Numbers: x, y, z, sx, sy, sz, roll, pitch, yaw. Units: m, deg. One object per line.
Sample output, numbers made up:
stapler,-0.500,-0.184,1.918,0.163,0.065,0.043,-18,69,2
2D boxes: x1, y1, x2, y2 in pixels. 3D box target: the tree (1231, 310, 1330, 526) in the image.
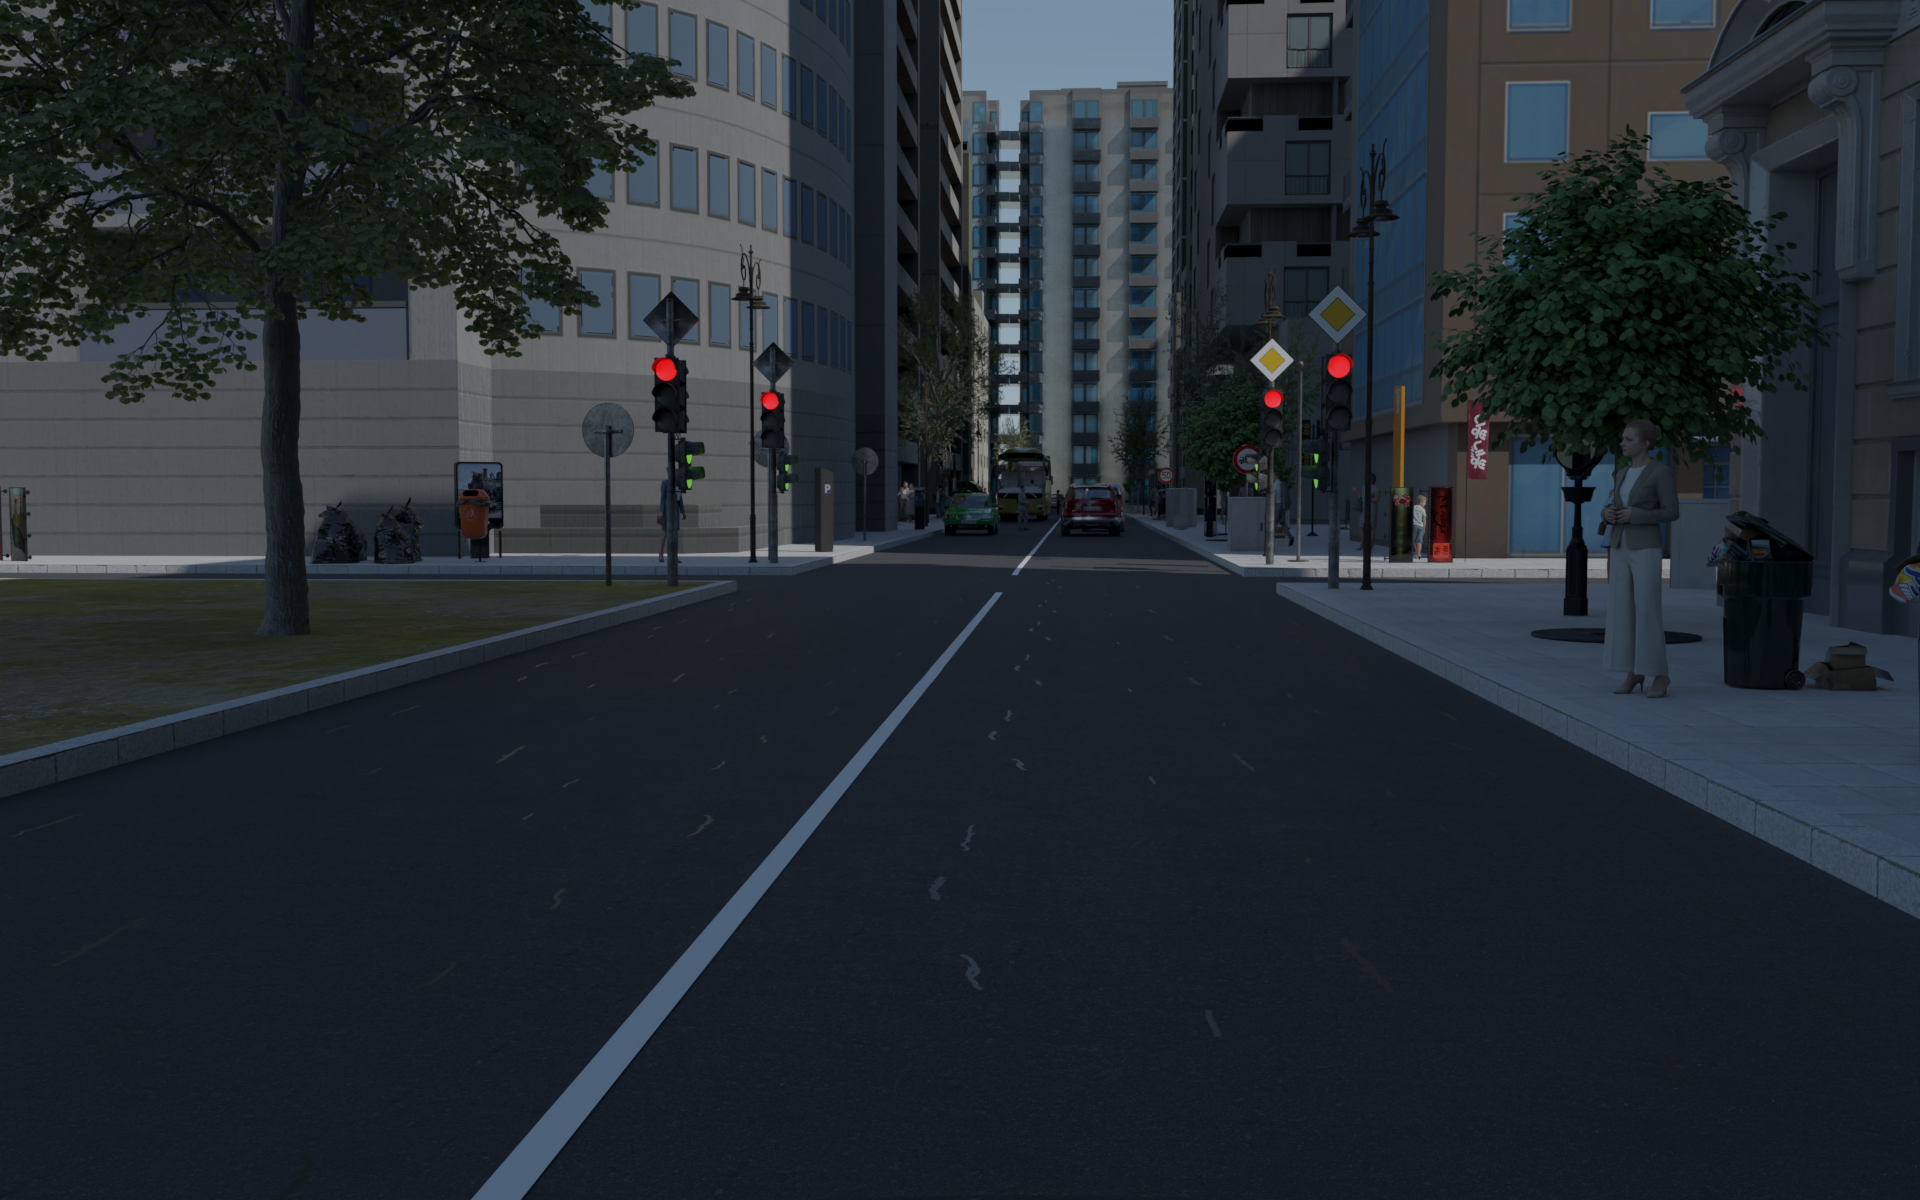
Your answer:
tree,12.803,-7.241,68.747,4.737,8.622,4.395,0,3,0

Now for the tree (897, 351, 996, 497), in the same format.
tree,-0.871,-8.111,82.977,4.360,8.622,3.978,0,3,0

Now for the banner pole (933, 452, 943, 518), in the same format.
banner pole,-1.137,-6.345,93.763,0.401,3.779,0.863,-2,4,-31

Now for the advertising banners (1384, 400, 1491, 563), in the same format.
advertising banners,8.926,-2.204,32.216,2.074,3.025,0.090,0,4,-6

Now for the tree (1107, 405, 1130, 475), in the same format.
tree,14.013,-11.644,140.741,4.360,8.622,3.978,0,3,0

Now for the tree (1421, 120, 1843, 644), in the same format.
tree,5.888,-1.930,15.268,4.285,4.588,4.351,0,3,0

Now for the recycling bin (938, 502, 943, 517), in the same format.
recycling bin,-0.828,-5.119,96.242,0.722,1.027,0.722,-3,5,-40

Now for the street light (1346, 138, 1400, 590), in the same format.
street light,5.446,-3.072,23.017,0.468,5.910,1.993,0,4,4

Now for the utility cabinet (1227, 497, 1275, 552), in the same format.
utility cabinet,6.523,-1.688,38.764,1.020,1.237,0.306,-1,4,-9

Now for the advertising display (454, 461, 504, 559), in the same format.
advertising display,-9.584,-1.792,34.520,0.974,1.923,0.123,-3,4,-37

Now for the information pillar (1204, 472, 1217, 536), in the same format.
information pillar,7.604,-2.940,52.569,0.304,2.012,0.304,-1,4,-19

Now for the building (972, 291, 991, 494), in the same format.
building,-12.213,-19.673,166.691,28.899,21.520,27.650,0,4,4

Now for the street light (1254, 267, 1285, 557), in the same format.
street light,6.313,-3.832,35.445,0.468,5.910,1.993,0,4,4

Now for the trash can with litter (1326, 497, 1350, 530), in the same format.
trash can with litter,14.319,-3.095,61.662,2.233,1.210,1.678,2,4,35

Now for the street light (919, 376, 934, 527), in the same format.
street light,-1.315,-5.812,67.813,0.468,5.910,1.993,0,4,4

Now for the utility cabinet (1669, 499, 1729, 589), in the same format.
utility cabinet,10.188,-0.752,23.452,1.020,1.237,0.306,2,4,32

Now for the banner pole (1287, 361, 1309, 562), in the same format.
banner pole,6.462,-2.625,32.931,0.401,3.779,0.863,1,4,13

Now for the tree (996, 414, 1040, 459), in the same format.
tree,4.990,-12.605,156.453,4.360,8.622,3.978,0,3,0

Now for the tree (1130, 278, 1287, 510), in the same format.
tree,8.740,-6.643,58.974,4.360,8.622,3.978,0,3,0

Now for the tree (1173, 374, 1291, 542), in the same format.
tree,7.526,-3.894,47.379,4.285,4.588,4.351,0,3,0

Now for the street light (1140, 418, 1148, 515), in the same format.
street light,11.268,-8.145,105.959,0.468,5.910,1.993,0,4,4

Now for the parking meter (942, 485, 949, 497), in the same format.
parking meter,-0.890,-6.111,105.627,0.255,1.863,0.399,-2,4,-33

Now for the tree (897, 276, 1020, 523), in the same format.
tree,-1.540,-8.611,75.208,8.767,10.594,7.601,0,4,6

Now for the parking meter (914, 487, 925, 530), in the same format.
parking meter,-1.453,-3.300,62.361,0.372,1.533,0.369,0,3,0

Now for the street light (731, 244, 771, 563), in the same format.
street light,-3.875,-3.638,32.265,0.468,5.910,1.993,0,4,4

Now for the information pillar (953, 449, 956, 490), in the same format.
information pillar,-0.285,-6.026,89.876,0.183,3.616,0.504,1,4,10

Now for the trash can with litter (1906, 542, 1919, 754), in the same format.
trash can with litter,4.781,0.194,8.217,0.624,1.170,1.055,2,4,31

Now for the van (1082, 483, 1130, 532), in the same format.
van,5.588,-3.691,67.362,2.013,2.044,4.112,0,4,5

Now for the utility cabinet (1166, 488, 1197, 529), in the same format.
utility cabinet,8.486,-3.532,66.431,1.173,1.500,0.318,3,4,36

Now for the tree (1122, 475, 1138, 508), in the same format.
tree,15.702,-10.046,158.853,1.663,3.219,1.824,0,3,0

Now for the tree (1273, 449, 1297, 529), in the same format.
tree,11.617,-4.249,64.071,1.663,3.219,1.824,0,3,0

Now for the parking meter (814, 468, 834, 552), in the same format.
parking meter,-3.002,-1.993,38.298,0.255,1.863,0.399,3,5,43

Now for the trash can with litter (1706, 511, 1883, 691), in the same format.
trash can with litter,5.571,-0.007,11.510,1.055,1.170,0.624,0,4,7

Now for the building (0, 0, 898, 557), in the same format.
building,-13.700,-30.940,47.863,21.231,58.520,28.212,0,4,4

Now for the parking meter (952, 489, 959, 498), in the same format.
parking meter,-0.247,-4.891,88.373,0.372,1.533,0.369,0,3,0

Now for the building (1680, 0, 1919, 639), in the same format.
building,14.218,-13.640,8.918,13.634,28.700,20.117,0,4,4

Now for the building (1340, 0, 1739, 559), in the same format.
building,16.983,-23.790,39.070,14.200,45.320,14.600,0,4,4

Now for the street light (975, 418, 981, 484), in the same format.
street light,1.081,-7.969,103.075,0.468,5.910,1.993,0,4,4

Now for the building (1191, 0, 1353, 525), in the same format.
building,25.712,-30.278,84.286,28.713,52.752,27.495,0,4,4

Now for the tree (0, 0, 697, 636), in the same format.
tree,-5.850,-5.971,15.759,7.486,12.596,7.792,0,3,0

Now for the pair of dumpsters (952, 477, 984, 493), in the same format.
pair of dumpsters,0.412,-5.612,94.248,1.574,2.255,4.437,0,4,4

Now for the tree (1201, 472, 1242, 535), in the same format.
tree,8.219,-3.642,54.147,1.663,3.219,1.824,0,3,0

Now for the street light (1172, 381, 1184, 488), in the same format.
street light,8.868,-5.988,70.697,0.468,5.910,1.993,0,4,4

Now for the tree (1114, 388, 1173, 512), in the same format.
tree,12.627,-10.452,121.249,4.737,8.622,4.395,0,3,0

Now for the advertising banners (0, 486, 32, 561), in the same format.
advertising banners,-18.608,-2.270,33.310,2.074,3.025,0.090,2,4,27

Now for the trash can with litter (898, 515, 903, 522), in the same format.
trash can with litter,-3.008,-4.247,80.831,1.055,1.170,0.624,2,4,29

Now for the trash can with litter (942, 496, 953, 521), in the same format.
trash can with litter,-0.509,-4.212,80.259,0.624,1.170,1.055,0,4,-3

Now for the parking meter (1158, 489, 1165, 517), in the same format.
parking meter,10.038,-4.752,86.100,0.372,1.533,0.369,0,3,0

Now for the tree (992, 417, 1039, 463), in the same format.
tree,5.202,-13.009,163.052,4.737,8.622,4.395,0,3,0
